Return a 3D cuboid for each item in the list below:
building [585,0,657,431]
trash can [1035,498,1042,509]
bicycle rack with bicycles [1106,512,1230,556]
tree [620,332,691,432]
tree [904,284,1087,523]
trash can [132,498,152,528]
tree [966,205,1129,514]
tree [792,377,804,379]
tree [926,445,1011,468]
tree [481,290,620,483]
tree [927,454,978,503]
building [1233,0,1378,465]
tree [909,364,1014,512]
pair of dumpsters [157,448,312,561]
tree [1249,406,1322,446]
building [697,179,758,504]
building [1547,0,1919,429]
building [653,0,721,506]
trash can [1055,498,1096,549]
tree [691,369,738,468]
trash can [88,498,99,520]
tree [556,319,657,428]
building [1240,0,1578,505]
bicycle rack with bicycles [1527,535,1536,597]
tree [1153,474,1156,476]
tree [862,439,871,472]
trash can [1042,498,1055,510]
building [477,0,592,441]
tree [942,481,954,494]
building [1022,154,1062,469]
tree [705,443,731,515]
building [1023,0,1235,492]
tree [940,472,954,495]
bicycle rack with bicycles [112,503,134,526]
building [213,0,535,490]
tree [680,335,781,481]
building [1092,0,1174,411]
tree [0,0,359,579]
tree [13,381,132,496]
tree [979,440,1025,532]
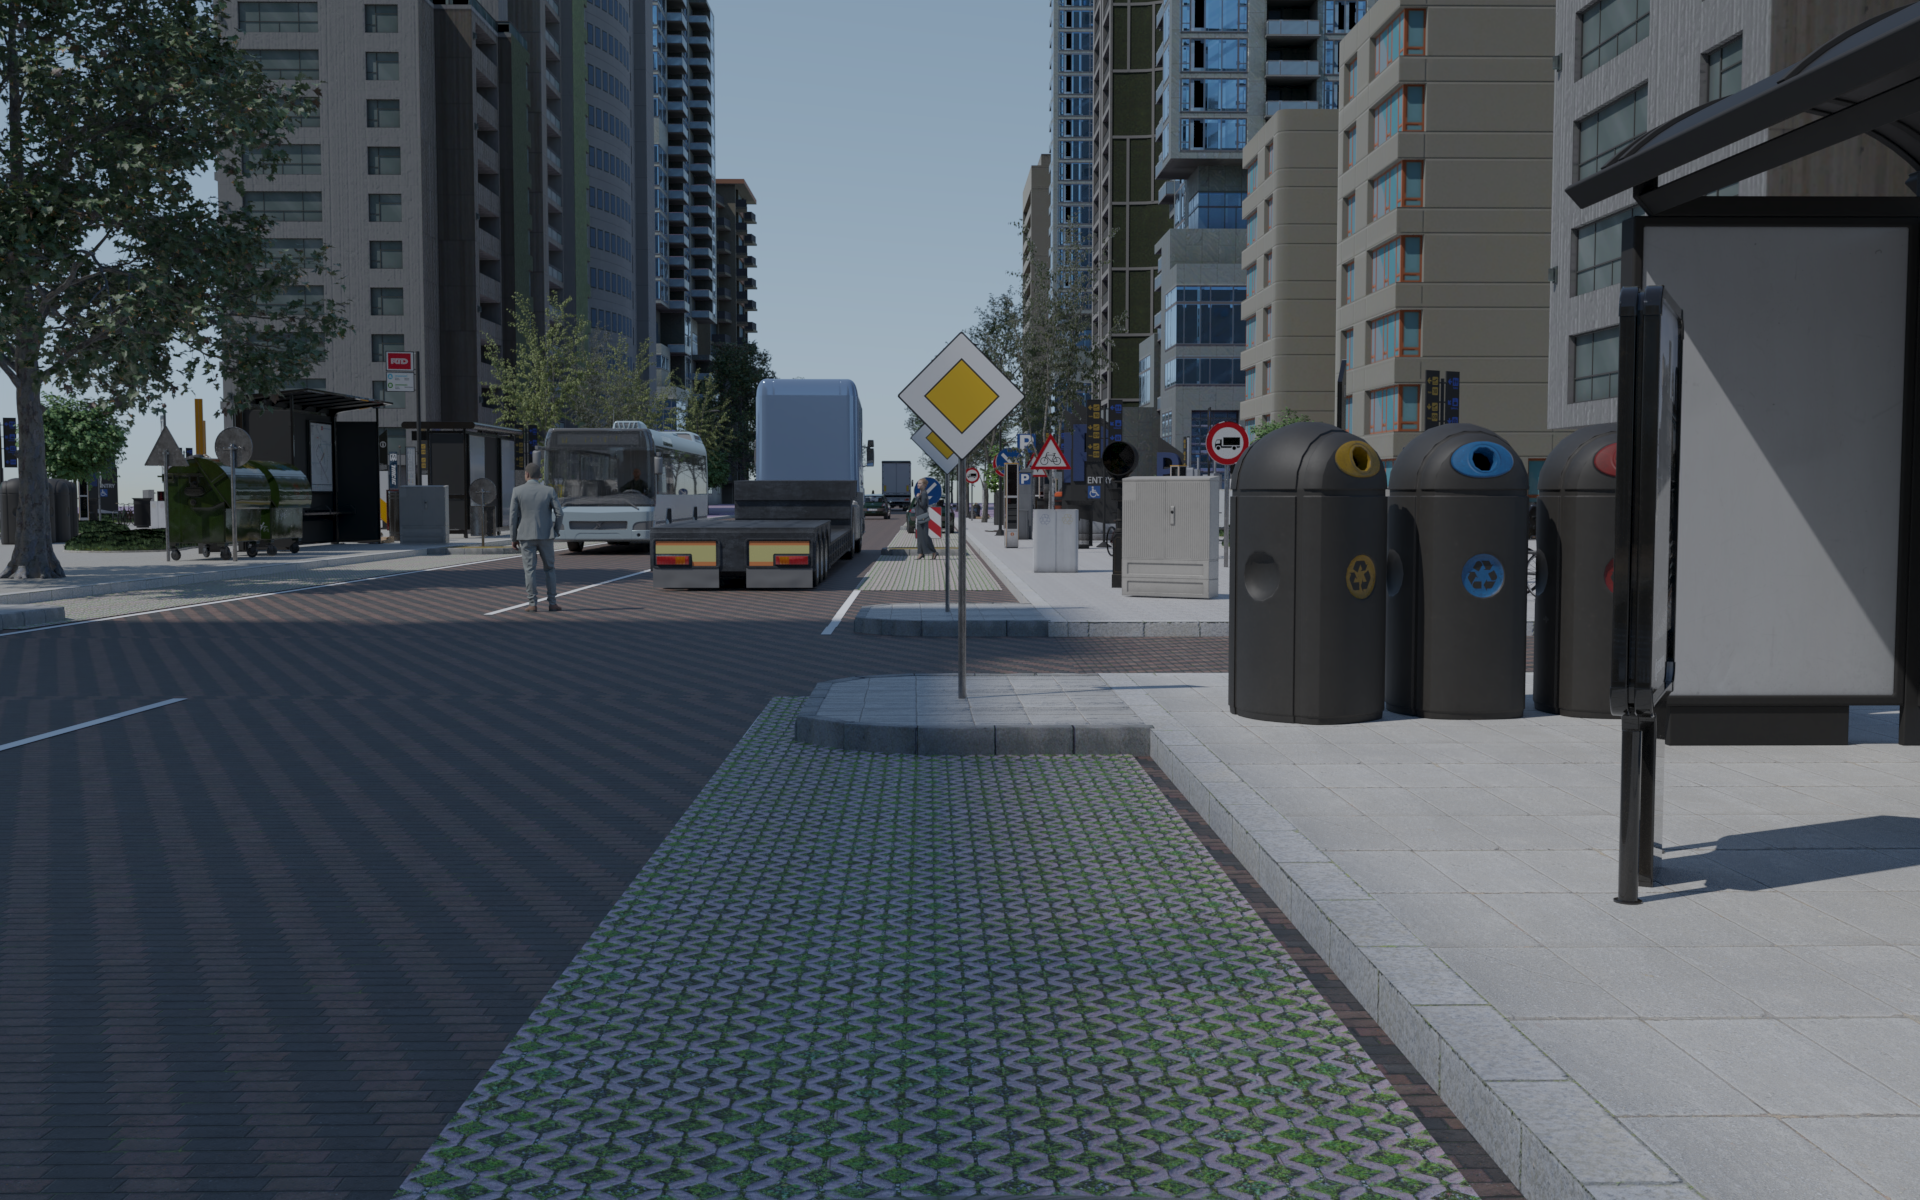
[{"bbox_3d":[-36.749,-36.338,136.119,21.231,58.520,28.212,0,4,-1],"label":"building"},{"bbox_3d":[3.092,-3.124,62.727,0.748,1.137,0.748,0,3,0],"label":"trash can"},{"bbox_3d":[4.351,-1.298,34.602,2.852,0.926,2.925,-1,4,-9],"label":"bicycle rack with bicycles"},{"bbox_3d":[-15.130,-7.914,79.753,4.737,8.622,4.395,0,3,0],"label":"tree"},{"bbox_3d":[1.355,-8.740,77.318,7.601,10.594,8.767,3,4,38],"label":"tree"},{"bbox_3d":[-31.093,-3.316,65.866,0.748,1.137,0.748,0,3,0],"label":"trash can"},{"bbox_3d":[2.373,-5.780,44.873,4.360,8.622,3.978,0,3,0],"label":"tree"},{"bbox_3d":[-16.406,-17.123,186.609,9.857,13.997,8.962,0,3,0],"label":"tree"},{"bbox_3d":[0.185,-16.649,182.573,12.009,13.543,11.850,0,3,0],"label":"tree"},{"bbox_3d":[-14.852,-6.813,61.752,4.737,8.622,4.395,0,3,0],"label":"tree"},{"bbox_3d":[-0.705,-19.518,237.239,7.486,12.596,7.792,0,3,0],"label":"tree"},{"bbox_3d":[22.263,-49.440,121.015,22.319,86.520,31.000,0,4,-1],"label":"building"},{"bbox_3d":[0.227,-12.134,124.146,9.928,11.665,9.643,0,3,0],"label":"tree"},{"bbox_3d":[-14.735,-2.007,35.316,1.574,2.255,4.437,0,4,-1],"label":"pair of dumpsters"},{"bbox_3d":[12.286,-4.954,64.715,4.285,4.588,4.351,0,3,0],"label":"tree"},{"bbox_3d":[-39.153,-35.449,234.209,22.147,44.769,28.867,0,4,-1],"label":"building"},{"bbox_3d":[21.499,-16.126,35.362,14.107,30.474,14.160,0,4,-1],"label":"building"},{"bbox_3d":[-39.343,-54.439,202.755,22.319,86.520,31.000,0,4,-1],"label":"building"},{"bbox_3d":[2.812,-1.771,40.610,0.748,1.137,0.748,0,3,0],"label":"trash can"},{"bbox_3d":[-15.519,-9.292,102.287,4.737,8.622,4.395,0,3,0],"label":"tree"},{"bbox_3d":[-31.883,-3.164,63.380,0.748,1.137,0.748,0,3,0],"label":"trash can"},{"bbox_3d":[-15.134,-7.498,72.951,4.360,8.622,3.978,0,3,0],"label":"tree"},{"bbox_3d":[28.217,-13.930,72.797,27.650,21.520,28.899,0,4,-1],"label":"building"},{"bbox_3d":[7.736,-0.459,20.893,2.852,0.926,2.925,-3,5,-43],"label":"bicycle rack with bicycles"},{"bbox_3d":[10.883,-5.903,91.118,1.663,3.219,1.824,0,3,0],"label":"tree"},{"bbox_3d":[-17.717,-20.911,252.257,12.009,13.543,11.850,0,3,0],"label":"tree"},{"bbox_3d":[3.319,-2.896,58.997,0.748,1.137,0.748,0,3,0],"label":"trash can"},{"bbox_3d":[-33.001,-26.396,115.176,14.154,41.232,14.086,0,4,-1],"label":"building"},{"bbox_3d":[-1.885,-14.127,225.574,1.663,3.219,1.824,0,3,0],"label":"tree"},{"bbox_3d":[19.956,-37.852,242.584,21.300,48.544,21.600,0,4,-1],"label":"building"},{"bbox_3d":[-15.898,-7.680,109.289,4.285,4.588,4.351,0,3,0],"label":"tree"},{"bbox_3d":[19.846,-55.189,215.003,22.319,86.520,31.000,0,4,-1],"label":"building"},{"bbox_3d":[0.950,-8.368,87.185,4.360,8.622,3.978,0,3,0],"label":"tree"},{"bbox_3d":[-33.064,-3.458,69.926,2.852,0.926,2.925,0,4,8],"label":"bicycle rack with bicycles"},{"bbox_3d":[-33.480,-20.130,100.831,14.160,30.474,14.107,0,4,-1],"label":"building"},{"bbox_3d":[-15.802,-12.738,125.267,9.611,12.733,9.660,0,3,0],"label":"tree"},{"bbox_3d":[20.301,-43.401,147.853,20.563,71.187,20.611,0,4,-1],"label":"building"},{"bbox_3d":[-14.275,-6.689,26.368,9.611,12.733,9.660,0,3,0],"label":"tree"},{"bbox_3d":[-25.393,-4.027,49.549,4.285,4.588,4.351,0,3,0],"label":"tree"},{"bbox_3d":[1.342,-3.918,58.667,1.663,3.219,1.824,0,3,0],"label":"tree"}]
